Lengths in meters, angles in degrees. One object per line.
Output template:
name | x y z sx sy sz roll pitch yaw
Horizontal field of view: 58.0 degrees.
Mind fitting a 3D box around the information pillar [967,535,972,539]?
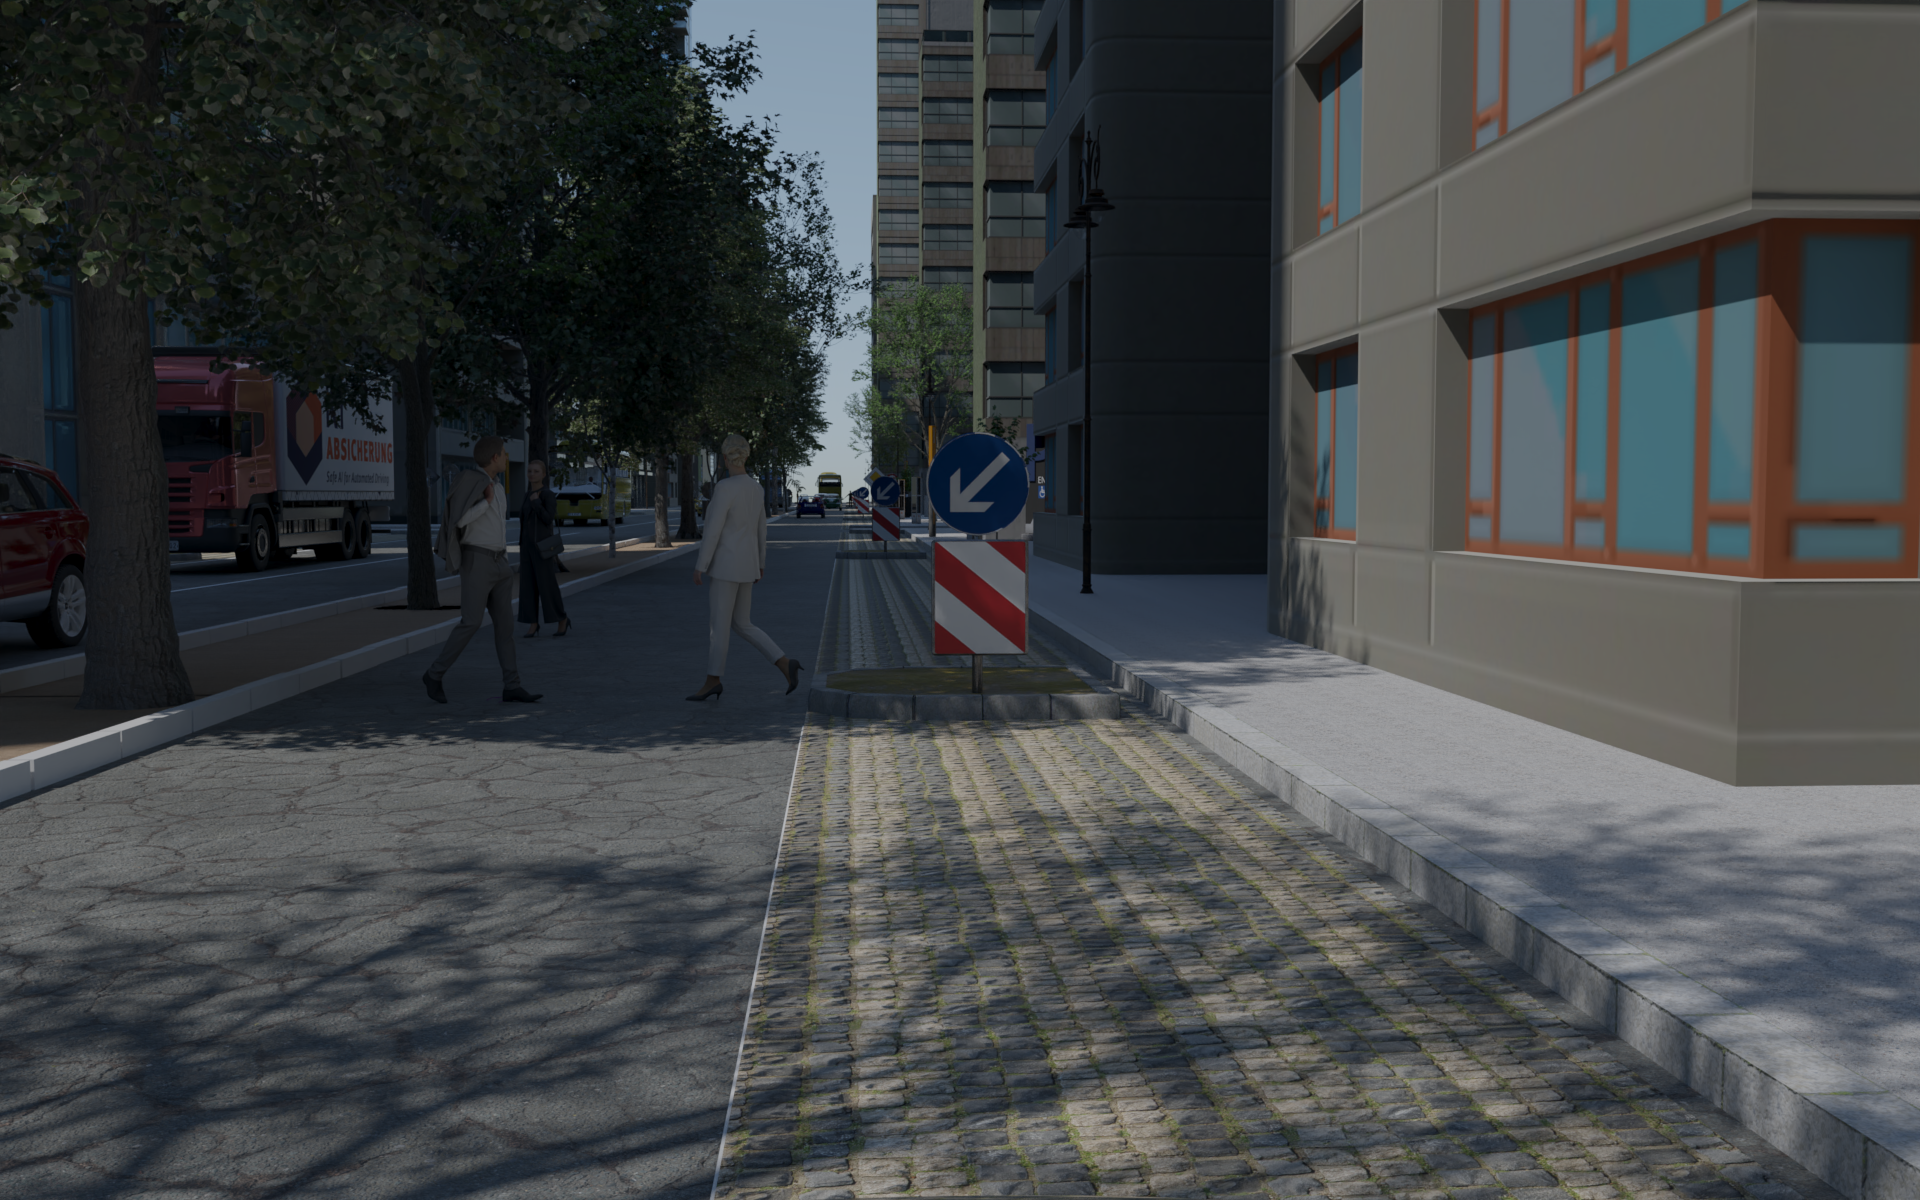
information pillar | 0.367 -2.465 44.787 0.304 2.012 0.304 2 4 28

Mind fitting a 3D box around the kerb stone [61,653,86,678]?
kerb stone | -7.010 0.509 13.874 0.120 0.150 1.000 0 4 -4

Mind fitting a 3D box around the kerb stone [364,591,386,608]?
kerb stone | -7.529 0.014 22.041 0.120 0.150 1.000 0 4 -4

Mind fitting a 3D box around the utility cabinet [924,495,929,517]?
utility cabinet | -1.849 -5.294 97.721 0.306 1.237 1.020 0 4 3

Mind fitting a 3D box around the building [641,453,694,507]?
building | -44.450 -21.112 190.221 27.650 21.520 28.899 0 4 -4

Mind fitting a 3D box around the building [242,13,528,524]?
building | -33.393 -28.002 81.534 21.300 48.544 21.600 0 4 -4

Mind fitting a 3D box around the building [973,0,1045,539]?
building | 7.280 -17.351 55.390 14.160 30.474 14.107 0 4 -4

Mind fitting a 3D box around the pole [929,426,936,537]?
pole | -0.825 -3.549 51.864 0.158 3.312 0.155 0 3 0

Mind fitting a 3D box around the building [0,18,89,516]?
building | -36.699 -26.181 47.663 30.456 49.044 23.786 0 4 -4

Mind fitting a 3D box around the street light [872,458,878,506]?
street light | -8.663 -12.781 181.757 0.468 5.910 1.993 0 4 -4

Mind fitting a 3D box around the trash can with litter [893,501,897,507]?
trash can with litter | -4.462 -6.897 124.150 0.624 1.170 1.055 -2 4 -24

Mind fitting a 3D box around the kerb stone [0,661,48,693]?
kerb stone | -6.935 0.572 12.848 0.120 0.150 1.000 0 4 -4

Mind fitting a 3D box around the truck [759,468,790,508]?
truck | -19.932 -12.051 186.791 2.967 4.110 18.799 0 4 -3

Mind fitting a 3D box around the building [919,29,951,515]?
building | 4.282 -20.826 112.207 14.160 30.474 14.107 0 4 -4

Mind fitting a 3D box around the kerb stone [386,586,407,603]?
kerb stone | -7.591 -0.045 23.067 0.120 0.150 1.000 0 4 -4

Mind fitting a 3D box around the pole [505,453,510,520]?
pole | -22.273 -5.585 85.156 0.158 3.312 0.155 0 3 0

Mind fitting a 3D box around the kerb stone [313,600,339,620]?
kerb stone | -7.407 0.138 19.998 0.120 0.150 1.000 0 4 -4

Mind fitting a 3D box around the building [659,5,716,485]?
building | -45.400 -56.908 243.111 22.319 86.520 31.000 0 4 -4

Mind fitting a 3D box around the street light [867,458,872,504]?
street light | -11.341 -15.263 222.336 0.468 5.910 1.993 0 4 -4

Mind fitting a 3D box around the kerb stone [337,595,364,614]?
kerb stone | -7.464 0.072 21.019 0.120 0.150 1.000 0 4 -4

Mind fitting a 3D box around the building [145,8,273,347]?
building | -37.032 -30.319 115.319 23.786 49.044 30.456 0 4 -4

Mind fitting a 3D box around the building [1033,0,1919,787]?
building | 16.262 -10.836 22.212 27.650 21.520 28.899 0 4 -4

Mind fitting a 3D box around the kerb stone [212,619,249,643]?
kerb stone | -7.208 0.324 16.934 0.120 0.150 1.000 0 4 -4

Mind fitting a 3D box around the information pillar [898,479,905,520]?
information pillar | -2.939 -5.046 86.996 0.304 2.012 0.304 0 4 -6

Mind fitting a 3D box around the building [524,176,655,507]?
building | -40.668 -32.974 158.736 23.786 49.044 30.456 0 4 -4

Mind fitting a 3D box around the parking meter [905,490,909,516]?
parking meter | -3.132 -5.646 100.726 0.372 1.533 0.369 0 3 0

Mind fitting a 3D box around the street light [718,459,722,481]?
street light | -31.999 -15.766 230.555 0.468 5.910 1.993 0 4 -4

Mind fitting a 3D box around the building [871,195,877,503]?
building | -2.799 -39.264 265.662 21.300 48.544 21.600 0 4 -4

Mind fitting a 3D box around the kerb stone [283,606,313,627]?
kerb stone | -7.335 0.198 18.979 0.120 0.150 1.000 0 4 -4

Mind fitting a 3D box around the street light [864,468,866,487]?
street light | -13.964 -17.814 264.047 0.468 5.910 1.993 0 4 -4

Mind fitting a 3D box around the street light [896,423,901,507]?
street light | -3.801 -8.152 106.075 0.468 5.910 1.993 0 4 -4

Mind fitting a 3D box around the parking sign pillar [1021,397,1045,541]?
parking sign pillar | 2.417 -3.618 47.629 1.447 3.967 1.447 -3 5 -45

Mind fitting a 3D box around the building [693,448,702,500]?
building | -39.310 -32.285 211.448 14.154 41.232 14.086 0 4 -4

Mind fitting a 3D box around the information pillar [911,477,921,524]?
information pillar | -1.882 -4.287 74.579 0.304 2.012 0.304 3 5 39

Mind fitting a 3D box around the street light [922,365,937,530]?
street light | -1.079 -5.465 62.141 0.468 5.910 1.993 0 4 -4

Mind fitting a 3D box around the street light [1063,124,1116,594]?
street light | 1.639 -3.022 22.196 0.468 5.910 1.993 0 4 -4

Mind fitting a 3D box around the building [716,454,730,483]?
building | -49.399 -26.344 275.763 27.650 21.520 28.899 0 4 -4

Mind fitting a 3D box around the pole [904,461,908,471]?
pole | -3.285 -6.839 105.653 0.158 3.312 0.155 0 3 0

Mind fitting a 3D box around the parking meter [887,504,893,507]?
parking meter | -4.311 -5.974 106.081 0.372 1.533 0.369 0 3 0

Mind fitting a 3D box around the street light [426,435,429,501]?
street light | -21.705 -5.981 70.569 0.468 5.910 1.993 0 4 -4

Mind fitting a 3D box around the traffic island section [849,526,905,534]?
traffic island section | -3.051 -2.516 63.411 2.009 0.180 2.903 0 4 -4

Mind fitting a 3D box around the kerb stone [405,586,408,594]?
kerb stone | -7.665 -0.116 24.086 0.120 0.150 1.000 0 4 -4

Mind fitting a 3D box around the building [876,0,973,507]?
building | 0.398 -27.757 137.414 14.154 41.232 14.086 0 4 -4

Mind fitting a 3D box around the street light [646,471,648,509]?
street light | -26.547 -10.639 146.729 0.468 5.910 1.993 0 4 -4

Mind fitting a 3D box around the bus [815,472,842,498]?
bus | -14.588 -12.309 192.798 2.896 3.916 12.252 0 4 -5

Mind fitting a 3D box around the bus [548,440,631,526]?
bus | -17.173 -5.443 80.539 2.896 3.916 12.252 0 4 -5

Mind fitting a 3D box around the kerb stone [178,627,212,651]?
kerb stone | -7.139 0.384 15.914 0.120 0.150 1.000 0 4 -4

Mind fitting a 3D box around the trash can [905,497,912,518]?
trash can | -2.932 -5.041 94.076 0.748 1.137 0.748 0 3 0

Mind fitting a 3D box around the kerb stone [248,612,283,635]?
kerb stone | -7.268 0.259 17.958 0.120 0.150 1.000 0 4 -4

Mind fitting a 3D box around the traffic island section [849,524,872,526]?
traffic island section | -3.567 -3.003 71.379 2.009 0.180 2.903 0 4 -4

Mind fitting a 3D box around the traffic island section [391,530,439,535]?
traffic island section | -19.109 -2.453 62.380 2.009 0.180 2.903 0 4 -4

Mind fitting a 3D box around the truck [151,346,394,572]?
truck | -14.202 -2.825 35.111 2.839 4.237 11.283 0 4 -3
